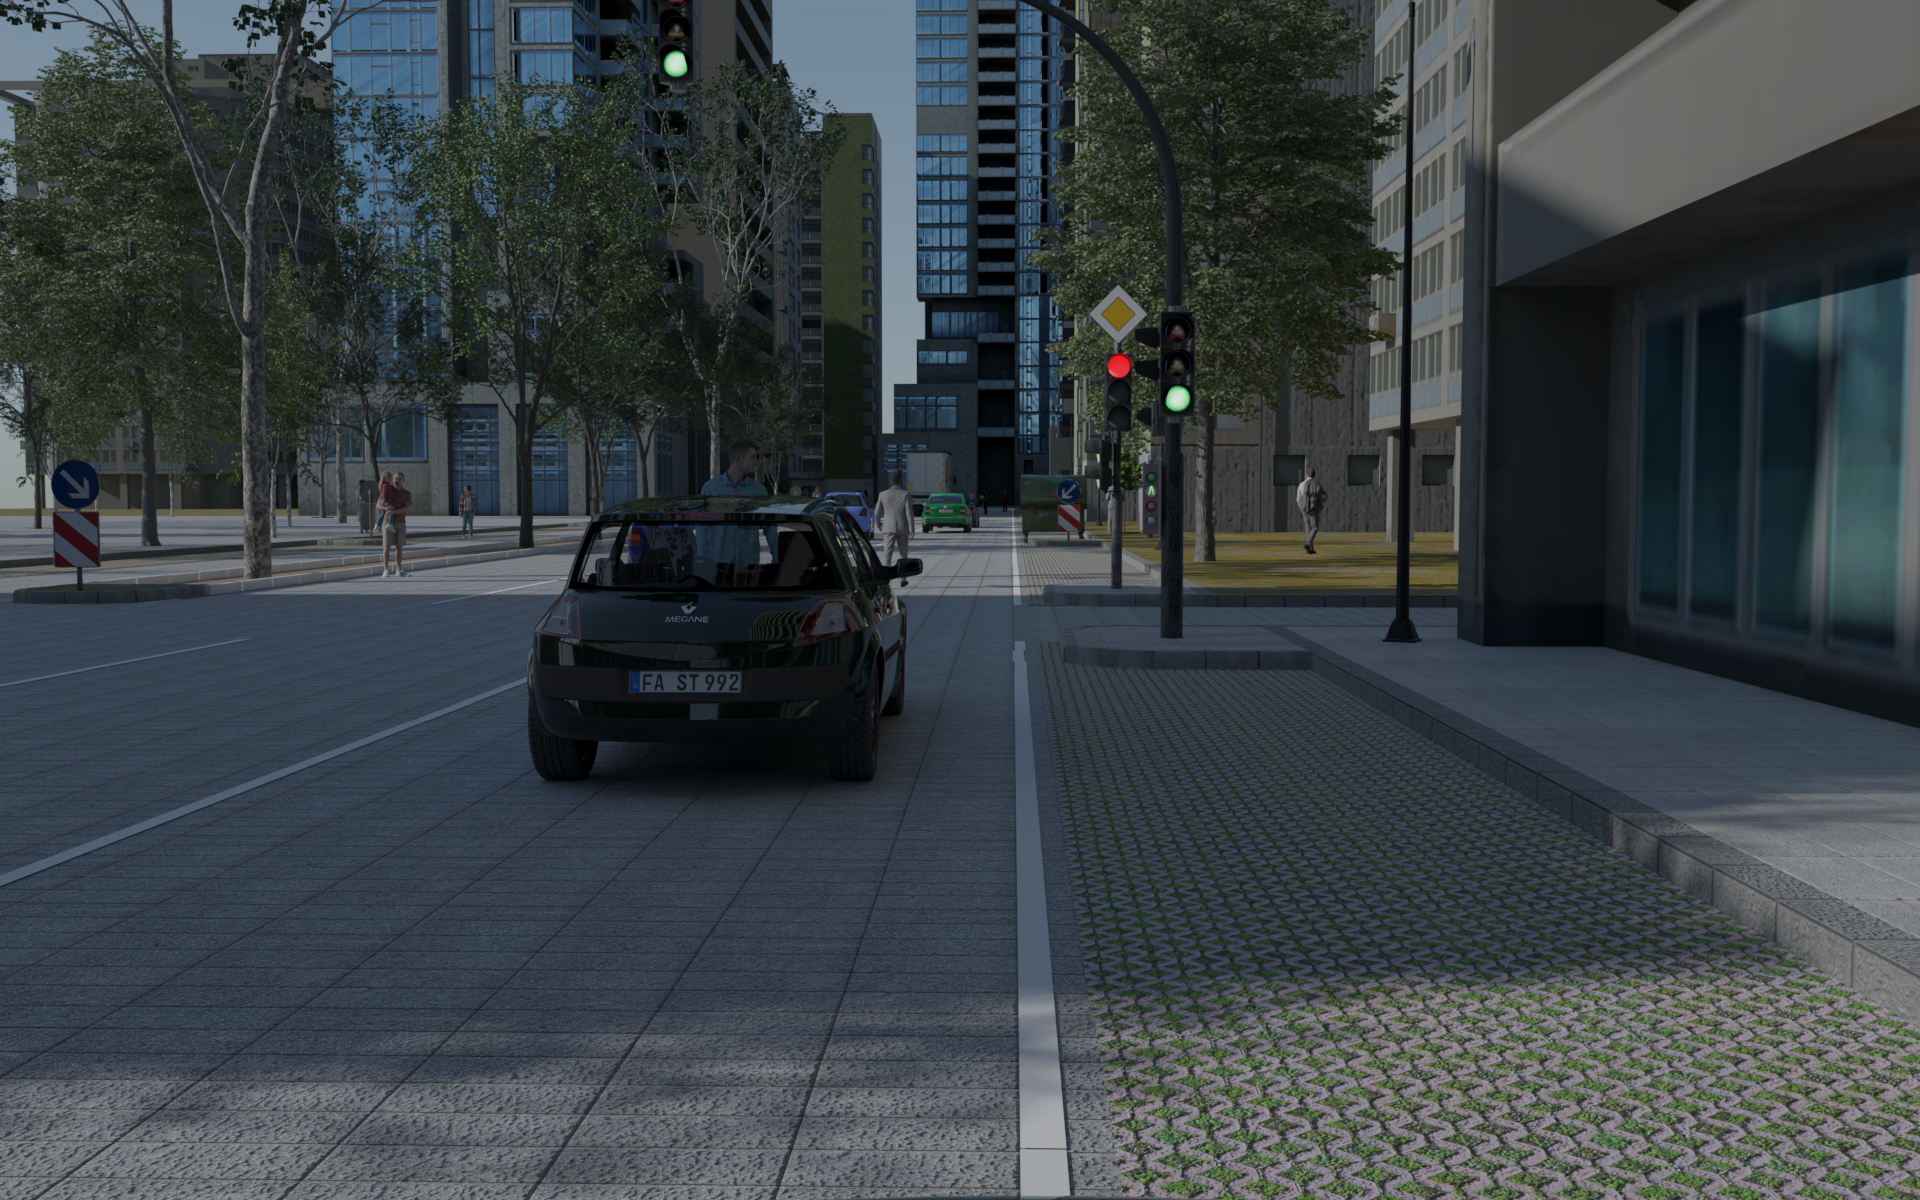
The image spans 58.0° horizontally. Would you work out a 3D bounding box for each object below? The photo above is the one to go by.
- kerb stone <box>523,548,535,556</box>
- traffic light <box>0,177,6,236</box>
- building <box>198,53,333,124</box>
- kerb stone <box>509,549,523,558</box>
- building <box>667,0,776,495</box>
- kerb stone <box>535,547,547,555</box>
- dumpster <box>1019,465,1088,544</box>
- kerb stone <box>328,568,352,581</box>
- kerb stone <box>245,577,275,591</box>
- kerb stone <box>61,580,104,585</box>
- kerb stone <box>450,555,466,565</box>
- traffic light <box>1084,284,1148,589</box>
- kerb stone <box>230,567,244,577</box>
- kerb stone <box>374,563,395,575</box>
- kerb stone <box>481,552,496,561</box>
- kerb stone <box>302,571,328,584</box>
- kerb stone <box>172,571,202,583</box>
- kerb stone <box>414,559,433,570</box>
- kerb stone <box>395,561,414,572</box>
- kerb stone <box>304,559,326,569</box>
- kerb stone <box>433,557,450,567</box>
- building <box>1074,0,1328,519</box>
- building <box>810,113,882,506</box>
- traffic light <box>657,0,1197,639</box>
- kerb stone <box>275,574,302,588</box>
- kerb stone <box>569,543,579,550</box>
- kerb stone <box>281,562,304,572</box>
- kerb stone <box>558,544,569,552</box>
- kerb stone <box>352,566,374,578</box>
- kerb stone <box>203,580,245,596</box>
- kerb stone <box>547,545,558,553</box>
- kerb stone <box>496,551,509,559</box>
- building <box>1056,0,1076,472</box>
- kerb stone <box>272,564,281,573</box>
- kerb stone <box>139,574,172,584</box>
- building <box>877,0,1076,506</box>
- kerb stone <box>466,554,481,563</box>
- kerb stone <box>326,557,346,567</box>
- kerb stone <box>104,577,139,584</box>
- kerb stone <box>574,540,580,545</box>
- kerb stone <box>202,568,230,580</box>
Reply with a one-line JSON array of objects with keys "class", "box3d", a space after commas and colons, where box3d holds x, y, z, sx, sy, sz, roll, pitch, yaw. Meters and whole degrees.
[{"class": "kerb stone", "box3d": [-10.140, -1.099, 40.288, 0.120, 0.150, 1.000, 0, 4, 2]}, {"class": "traffic light", "box3d": [-15.655, -3.012, 23.914, 4.771, 5.953, 1.251, 0, 4, 2]}, {"class": "building", "box3d": [-71.885, -34.931, 194.815, 21.600, 48.544, 21.300, 0, 4, 2]}, {"class": "kerb stone", "box3d": [-10.172, -1.042, 39.266, 0.120, 0.150, 1.000, 0, 4, 2]}, {"class": "building", "box3d": [-27.147, -31.613, 140.582, 21.300, 48.544, 21.600, 0, 4, 2]}, {"class": "kerb stone", "box3d": [-10.116, -1.169, 41.310, 0.120, 0.150, 1.000, 0, 4, 2]}, {"class": "dumpster", "box3d": [2.708, -2.766, 50.182, 1.985, 2.255, 1.502, 0, 4, 3]}, {"class": "kerb stone", "box3d": [-10.475, -0.413, 28.999, 0.120, 0.150, 1.000, 0, 4, 2]}, {"class": "kerb stone", "box3d": [-10.572, -0.228, 25.927, 0.120, 0.150, 1.000, 0, 4, 2]}, {"class": "kerb stone", "box3d": [-12.698, -0.167, 24.965, 0.120, 0.150, 1.000, 0, 4, 2]}, {"class": "kerb stone", "box3d": [-10.293, -0.793, 35.153, 0.120, 0.150, 1.000, 0, 4, 2]}, {"class": "traffic light", "box3d": [2.104, -2.107, 23.365, 0.839, 4.253, 0.868, 0, 4, 2]}, {"class": "kerb stone", "box3d": [-12.548, -0.482, 30.081, 0.120, 0.150, 1.000, 0, 4, 2]}, {"class": "kerb stone", "box3d": [-10.422, -0.542, 31.051, 0.120, 0.150, 1.000, 0, 4, 2]}, {"class": "kerb stone", "box3d": [-10.233, -0.917, 37.210, 0.120, 0.150, 1.000, 0, 4, 2]}, {"class": "kerb stone", "box3d": [-10.513, -0.354, 27.977, 0.120, 0.150, 1.000, 0, 4, 2]}, {"class": "kerb stone", "box3d": [-12.610, -0.349, 28.033, 0.120, 0.150, 1.000, 0, 4, 2]}, {"class": "kerb stone", "box3d": [-10.349, -0.667, 33.108, 0.120, 0.150, 1.000, 0, 4, 2]}, {"class": "kerb stone", "box3d": [-10.385, -0.605, 32.080, 0.120, 0.150, 1.000, 0, 4, 2]}, {"class": "kerb stone", "box3d": [-12.448, -0.664, 33.147, 0.120, 0.150, 1.000, 0, 4, 2]}, {"class": "kerb stone", "box3d": [-10.329, -0.730, 34.131, 0.120, 0.150, 1.000, 0, 4, 2]}, {"class": "building", "box3d": [14.096, -25.904, 107.130, 14.154, 41.232, 14.086, 0, 4, 2]}, {"class": "building", "box3d": [-15.856, -30.936, 189.405, 14.086, 41.232, 14.154, 0, 4, 2]}, {"class": "traffic light", "box3d": [-0.229, -2.485, 15.304, 4.771, 5.953, 1.251, 0, 4, 2]}, {"class": "kerb stone", "box3d": [-10.538, -0.291, 26.948, 0.120, 0.150, 1.000, 0, 4, 2]}, {"class": "kerb stone", "box3d": [-10.017, -1.356, 44.380, 0.120, 0.150, 1.000, 0, 4, 2]}, {"class": "kerb stone", "box3d": [-12.488, -0.604, 32.125, 0.120, 0.150, 1.000, 0, 4, 2]}, {"class": "kerb stone", "box3d": [-10.043, -1.289, 43.358, 0.120, 0.150, 1.000, 0, 4, 2]}, {"class": "kerb stone", "box3d": [-10.450, -0.476, 30.021, 0.120, 0.150, 1.000, 0, 4, 2]}, {"class": "kerb stone", "box3d": [-10.602, -0.163, 24.902, 0.120, 0.150, 1.000, 0, 4, 2]}, {"class": "kerb stone", "box3d": [-10.076, -1.228, 42.336, 0.120, 0.150, 1.000, 0, 4, 2]}, {"class": "kerb stone", "box3d": [-10.207, -0.981, 38.232, 0.120, 0.150, 1.000, 0, 4, 2]}, {"class": "building", "box3d": [18.424, -28.973, 128.339, 22.147, 44.769, 28.867, 0, 4, 2]}, {"class": "kerb stone", "box3d": [-12.512, -0.545, 31.103, 0.120, 0.150, 1.000, 0, 4, 2]}, {"class": "kerb stone", "box3d": [-12.634, -0.295, 27.011, 0.120, 0.150, 1.000, 0, 4, 2]}, {"class": "building", "box3d": [7.115, -53.742, 191.351, 31.000, 86.520, 22.319, 0, 4, 2]}, {"class": "kerb stone", "box3d": [-10.264, -0.855, 36.175, 0.120, 0.150, 1.000, 0, 4, 2]}, {"class": "kerb stone", "box3d": [-12.426, -0.732, 34.168, 0.120, 0.150, 1.000, 0, 4, 2]}, {"class": "kerb stone", "box3d": [-12.676, -0.232, 25.987, 0.120, 0.150, 1.000, 0, 4, 2]}, {"class": "kerb stone", "box3d": [-9.988, -1.419, 45.404, 0.120, 0.150, 1.000, 0, 4, 2]}, {"class": "kerb stone", "box3d": [-12.575, -0.417, 29.059, 0.120, 0.150, 1.000, 0, 4, 2]}]
